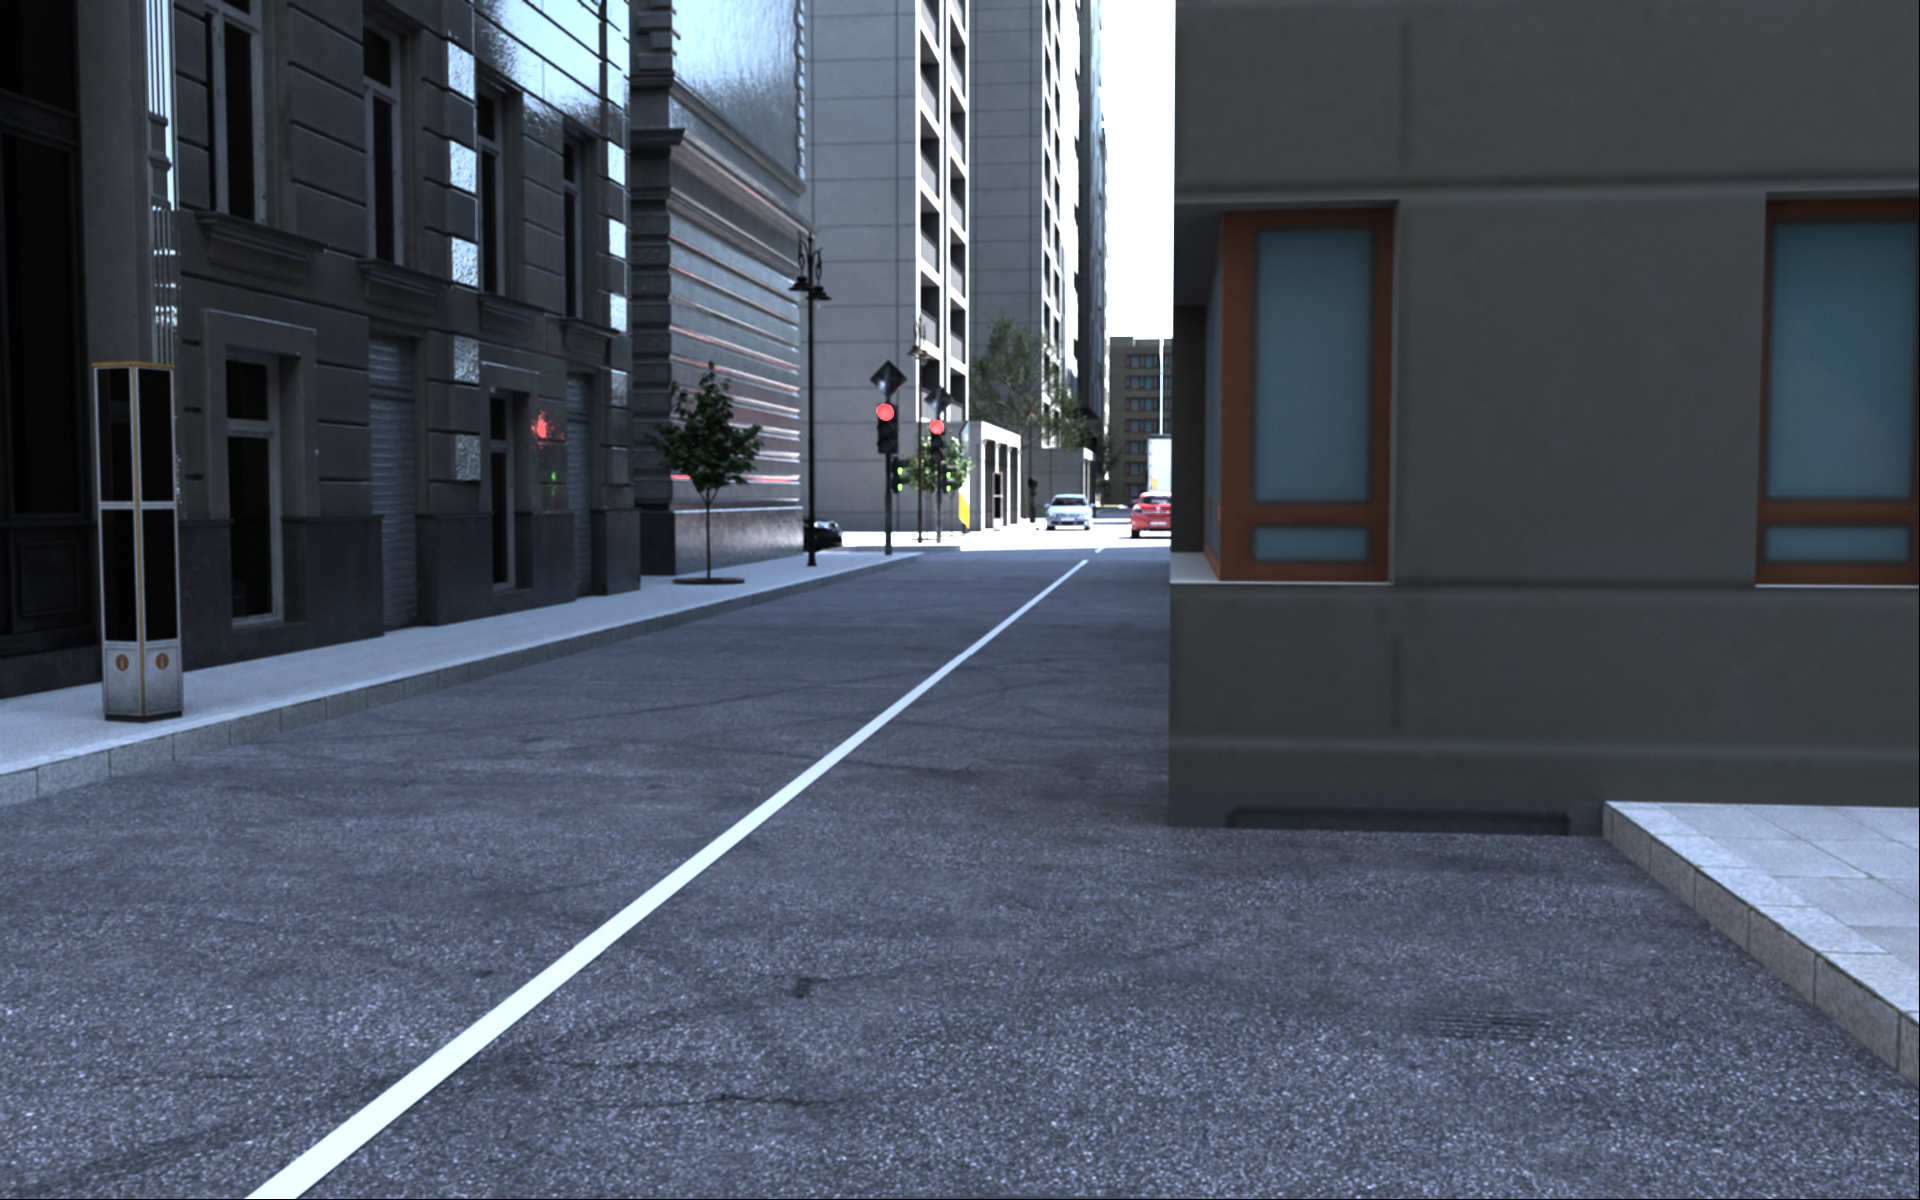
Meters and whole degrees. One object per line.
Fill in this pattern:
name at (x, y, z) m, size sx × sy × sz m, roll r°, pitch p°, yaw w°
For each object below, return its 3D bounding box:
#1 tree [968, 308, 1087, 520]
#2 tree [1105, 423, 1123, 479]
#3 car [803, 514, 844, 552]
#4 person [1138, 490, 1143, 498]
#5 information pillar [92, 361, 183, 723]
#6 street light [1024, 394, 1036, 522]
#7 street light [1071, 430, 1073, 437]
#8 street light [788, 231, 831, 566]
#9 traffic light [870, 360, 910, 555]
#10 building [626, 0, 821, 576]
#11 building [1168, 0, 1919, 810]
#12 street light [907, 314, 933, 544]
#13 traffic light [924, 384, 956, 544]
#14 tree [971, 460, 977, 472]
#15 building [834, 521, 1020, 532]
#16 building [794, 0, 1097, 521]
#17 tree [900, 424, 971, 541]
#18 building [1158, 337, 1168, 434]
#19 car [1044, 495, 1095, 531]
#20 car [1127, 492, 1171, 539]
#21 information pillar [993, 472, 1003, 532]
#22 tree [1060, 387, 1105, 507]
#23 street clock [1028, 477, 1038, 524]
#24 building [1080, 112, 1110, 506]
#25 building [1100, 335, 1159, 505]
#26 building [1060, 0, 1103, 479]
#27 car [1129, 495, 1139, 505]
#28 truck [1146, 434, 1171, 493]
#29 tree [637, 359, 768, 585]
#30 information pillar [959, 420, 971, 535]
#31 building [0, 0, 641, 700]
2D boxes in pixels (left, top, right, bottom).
tree at (2.951, -9.339, 87.112) m, size 7.601 × 10.594 × 8.767 m, roll 1°, pitch 4°, yaw 11°
tree at (14.609, -13.868, 177.111) m, size 4.737 × 8.622 × 4.395 m, roll 0°, pitch 3°, yaw 0°
car at (-4.898, -1.938, 41.473) m, size 4.222 × 1.686 × 2.009 m, roll 0°, pitch 4°, yaw 7°
person at (18.691, -10.366, 177.612) m, size 0.705 × 1.869 × 1.348 m, roll -3°, pitch 5°, yaw -45°
information pillar at (-4.653, -0.326, 9.815) m, size 0.304 × 2.012 × 0.304 m, roll 1°, pitch 4°, yaw 20°
street light at (3.224, -6.490, 78.897) m, size 0.468 × 5.910 × 1.993 m, roll 0°, pitch 4°, yaw 7°
street light at (7.369, -8.576, 113.009) m, size 0.468 × 5.910 × 1.993 m, roll 0°, pitch 4°, yaw 7°
street light at (-2.645, -3.544, 30.740) m, size 0.468 × 5.910 × 1.993 m, roll 0°, pitch 4°, yaw 7°
traffic light at (-1.491, -2.902, 36.362) m, size 0.839 × 4.253 × 0.868 m, roll 0°, pitch 4°, yaw 7°
building at (-13.058, -12.442, 32.297) m, size 19.941 × 23.489 × 11.050 m, roll 0°, pitch 4°, yaw 7°
building at (16.363, -10.667, 19.443) m, size 27.650 × 21.520 × 28.899 m, roll 0°, pitch 4°, yaw 7°
street light at (-1.031, -4.392, 44.596) m, size 0.468 × 5.910 × 1.993 m, roll 0°, pitch 4°, yaw 7°
traffic light at (-0.527, -3.386, 44.289) m, size 0.839 × 4.253 × 0.868 m, roll 0°, pitch 4°, yaw 7°
tree at (-0.391, -3.492, 51.689) m, size 1.663 × 3.219 × 1.824 m, roll 0°, pitch 3°, yaw 0°
building at (-8.147, -38.495, 67.638) m, size 20.563 × 71.187 × 20.611 m, roll 0°, pitch 4°, yaw 7°
building at (-2.363, -40.502, 100.465) m, size 20.563 × 71.187 × 20.611 m, roll 0°, pitch 4°, yaw 7°
tree at (-0.784, -3.246, 47.677) m, size 1.663 × 3.219 × 1.824 m, roll 0°, pitch 3°, yaw 0°
building at (39.410, -22.515, 213.160) m, size 28.899 × 21.520 × 27.650 m, roll 0°, pitch 4°, yaw 7°
car at (4.380, -3.494, 69.126) m, size 2.014 × 1.417 × 4.499 m, roll 0°, pitch 4°, yaw 6°
car at (6.548, -2.925, 56.861) m, size 2.155 × 1.783 × 4.494 m, roll 0°, pitch 4°, yaw 7°
information pillar at (1.277, -3.295, 58.367) m, size 0.304 × 2.012 × 0.304 m, roll 0°, pitch 4°, yaw 6°
tree at (7.191, -10.151, 116.327) m, size 4.737 × 8.622 × 4.395 m, roll 0°, pitch 3°, yaw 0°
street clock at (3.154, -4.312, 75.070) m, size 0.358 × 2.002 × 0.471 m, roll -2°, pitch 4°, yaw -26°
building at (9.142, -30.856, 188.090) m, size 14.086 × 41.232 × 14.154 m, roll 0°, pitch 4°, yaw 7°
building at (10.592, -22.764, 217.227) m, size 28.899 × 21.520 × 27.650 m, roll 0°, pitch 4°, yaw 7°
building at (-0.708, -34.955, 160.754) m, size 28.713 × 52.752 × 27.495 m, roll 0°, pitch 4°, yaw 7°
car at (19.536, -10.864, 190.210) m, size 1.945 × 1.354 × 3.894 m, roll 0°, pitch 4°, yaw 6°
truck at (10.675, -5.976, 86.614) m, size 2.839 × 4.237 × 11.283 m, roll 0°, pitch 4°, yaw 7°
tree at (-3.507, -1.853, 24.894) m, size 1.663 × 3.219 × 1.824 m, roll 0°, pitch 3°, yaw 0°
information pillar at (0.134, -3.876, 54.724) m, size 0.183 × 3.616 × 0.504 m, roll 2°, pitch 4°, yaw 31°
building at (-11.333, -13.073, 11.007) m, size 12.463 × 27.353 × 25.104 m, roll 0°, pitch 4°, yaw 7°
